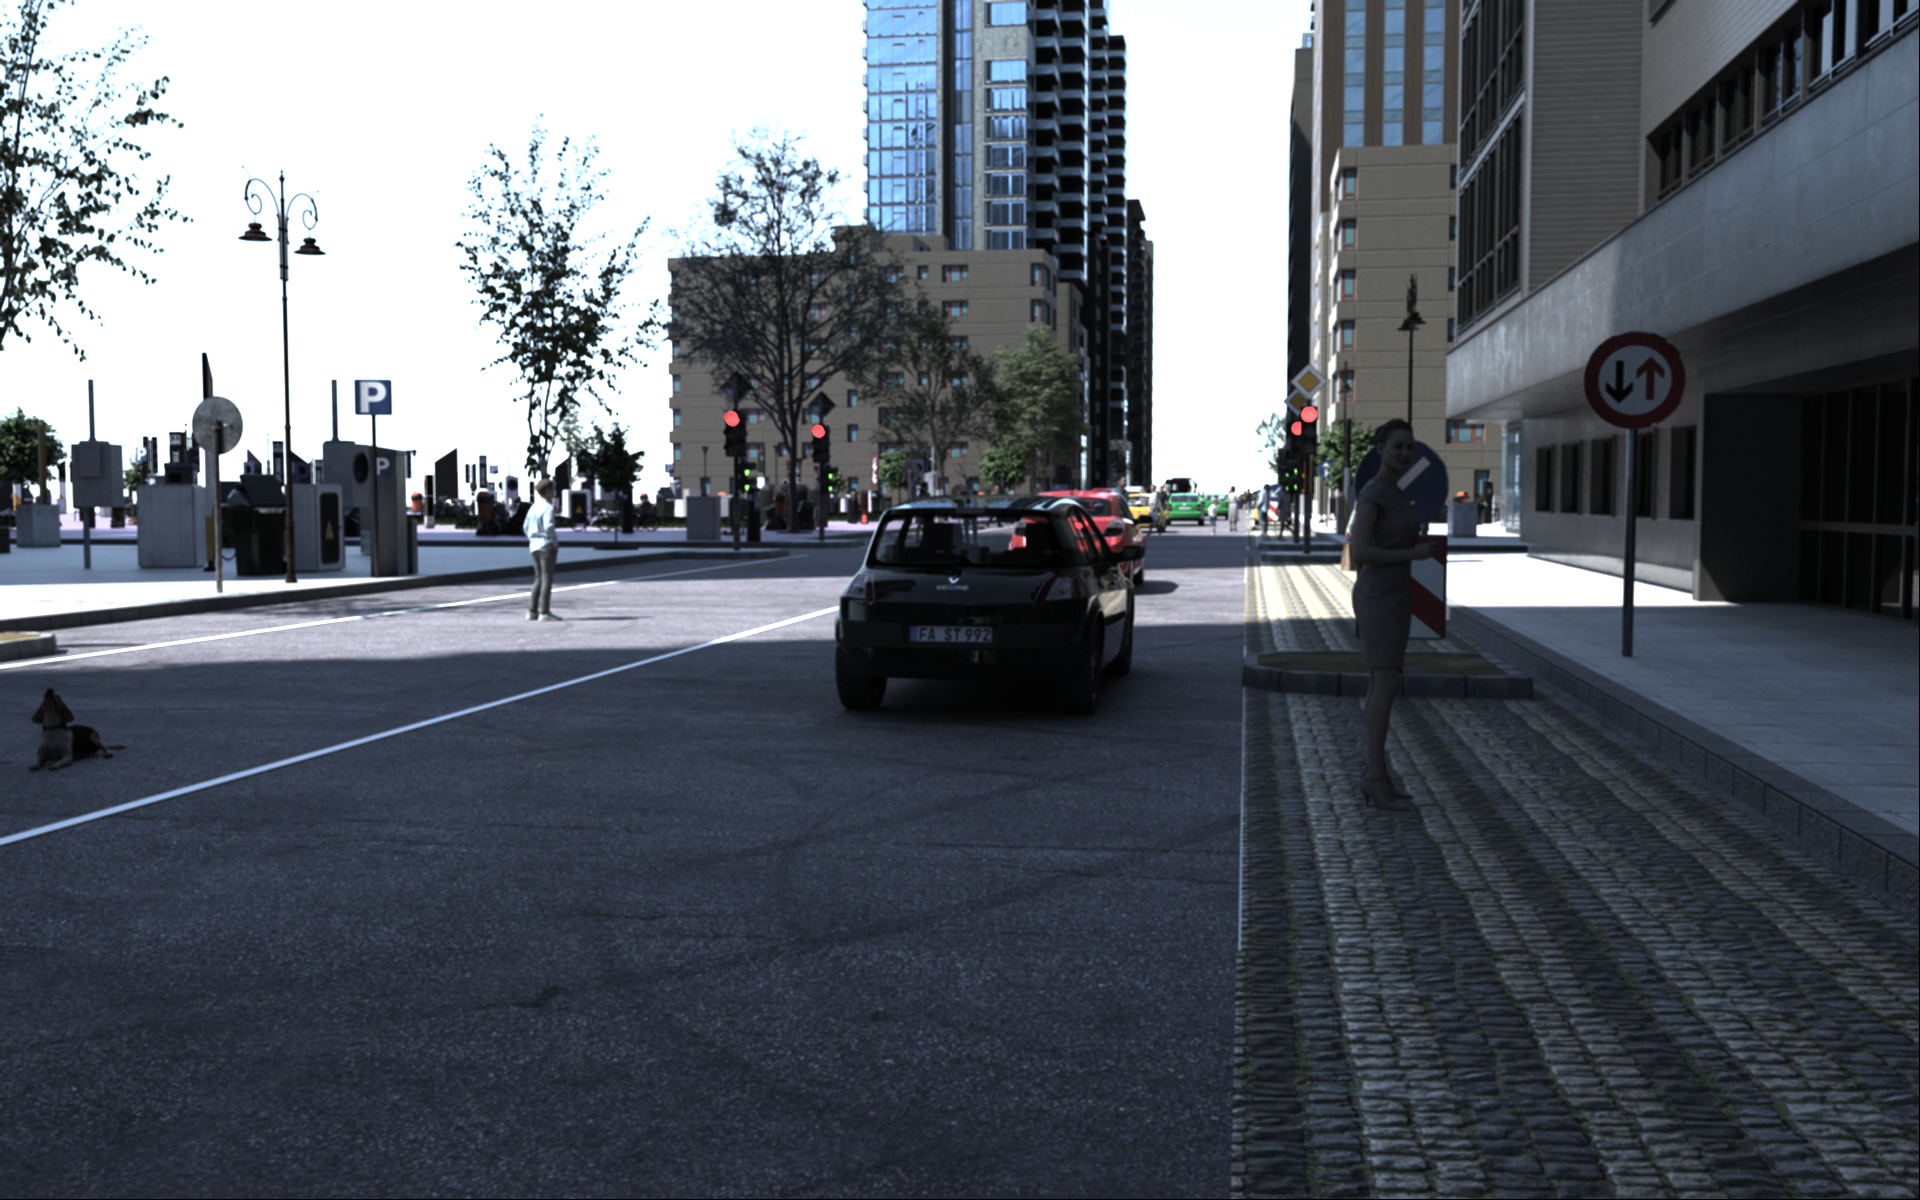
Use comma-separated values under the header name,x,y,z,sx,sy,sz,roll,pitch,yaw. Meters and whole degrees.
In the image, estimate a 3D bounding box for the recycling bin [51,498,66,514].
name,x,y,z,sx,sy,sz,roll,pitch,yaw
recycling bin,-57.357,-5.963,110.048,0.722,1.027,0.722,1,4,18

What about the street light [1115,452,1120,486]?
name,x,y,z,sx,sy,sz,roll,pitch,yaw
street light,16.697,-12.879,183.351,0.468,5.910,1.993,1,4,9

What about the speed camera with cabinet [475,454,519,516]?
name,x,y,z,sx,sy,sz,roll,pitch,yaw
speed camera with cabinet,-22.793,-5.562,85.273,2.038,3.252,0.660,-2,4,-35

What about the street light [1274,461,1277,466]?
name,x,y,z,sx,sy,sz,roll,pitch,yaw
street light,35.542,-13.528,193.973,0.468,5.910,1.993,1,4,9

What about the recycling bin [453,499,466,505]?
name,x,y,z,sx,sy,sz,roll,pitch,yaw
recycling bin,-26.961,-4.922,93.026,0.722,1.027,0.722,-2,4,-29

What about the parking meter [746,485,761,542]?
name,x,y,z,sx,sy,sz,roll,pitch,yaw
parking meter,-5.565,-2.340,46.665,0.372,1.533,0.369,0,3,0

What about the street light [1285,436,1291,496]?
name,x,y,z,sx,sy,sz,roll,pitch,yaw
street light,25.795,-9.932,135.170,0.468,5.910,1.993,1,4,9

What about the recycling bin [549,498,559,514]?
name,x,y,z,sx,sy,sz,roll,pitch,yaw
recycling bin,-25.862,-5.942,109.704,0.722,1.027,0.722,1,4,14

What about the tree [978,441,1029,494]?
name,x,y,z,sx,sy,sz,roll,pitch,yaw
tree,2.673,-7.422,105.058,4.285,4.588,4.351,0,3,0

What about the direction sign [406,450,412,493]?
name,x,y,z,sx,sy,sz,roll,pitch,yaw
direction sign,-28.446,-5.925,88.876,0.379,3.537,0.876,2,4,26

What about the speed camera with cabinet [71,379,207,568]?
name,x,y,z,sx,sy,sz,roll,pitch,yaw
speed camera with cabinet,-14.261,-2.186,30.085,2.038,3.252,0.660,0,4,-5

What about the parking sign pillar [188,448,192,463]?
name,x,y,z,sx,sy,sz,roll,pitch,yaw
parking sign pillar,-42.480,-6.503,94.792,1.447,3.967,1.447,-3,5,-40

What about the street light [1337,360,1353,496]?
name,x,y,z,sx,sy,sz,roll,pitch,yaw
street light,13.275,-5.322,59.795,0.468,5.910,1.993,1,4,9

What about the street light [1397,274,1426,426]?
name,x,y,z,sx,sy,sz,roll,pitch,yaw
street light,9.508,-3.903,36.597,0.468,5.910,1.993,1,4,9

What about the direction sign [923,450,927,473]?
name,x,y,z,sx,sy,sz,roll,pitch,yaw
direction sign,-1.821,-6.005,90.185,0.379,3.537,0.876,0,4,7

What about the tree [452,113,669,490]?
name,x,y,z,sx,sy,sz,roll,pitch,yaw
tree,-8.162,-5.154,34.627,4.737,8.622,4.395,0,3,0

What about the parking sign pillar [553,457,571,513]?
name,x,y,z,sx,sy,sz,roll,pitch,yaw
parking sign pillar,-27.424,-8.013,119.483,1.447,3.967,1.447,-3,5,-45

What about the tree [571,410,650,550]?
name,x,y,z,sx,sy,sz,roll,pitch,yaw
tree,-7.889,-2.776,39.982,1.663,3.219,1.824,0,3,0

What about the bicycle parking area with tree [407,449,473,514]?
name,x,y,z,sx,sy,sz,roll,pitch,yaw
bicycle parking area with tree,-36.406,-7.730,113.387,9.016,4.147,8.231,-1,4,-23

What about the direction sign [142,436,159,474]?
name,x,y,z,sx,sy,sz,roll,pitch,yaw
direction sign,-31.659,-4.636,67.798,0.379,3.537,0.876,1,4,11

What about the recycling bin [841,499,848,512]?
name,x,y,z,sx,sy,sz,roll,pitch,yaw
recycling bin,-6.271,-5.092,95.808,0.722,1.027,0.722,-2,4,-33

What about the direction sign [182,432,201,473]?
name,x,y,z,sx,sy,sz,roll,pitch,yaw
direction sign,-28.268,-4.380,63.609,0.379,3.537,0.876,2,4,28

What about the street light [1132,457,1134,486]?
name,x,y,z,sx,sy,sz,roll,pitch,yaw
street light,20.467,-14.224,205.352,0.468,5.910,1.993,1,4,9

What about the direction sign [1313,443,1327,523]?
name,x,y,z,sx,sy,sz,roll,pitch,yaw
direction sign,16.096,-5.200,77.023,0.876,3.537,0.379,-1,4,-13

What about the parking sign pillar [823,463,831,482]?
name,x,y,z,sx,sy,sz,roll,pitch,yaw
parking sign pillar,-8.625,-7.516,111.365,1.447,3.967,1.447,1,4,9

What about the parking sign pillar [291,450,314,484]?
name,x,y,z,sx,sy,sz,roll,pitch,yaw
parking sign pillar,-39.806,-7.104,104.618,1.447,3.967,1.447,3,4,38

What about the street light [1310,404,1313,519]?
name,x,y,z,sx,sy,sz,roll,pitch,yaw
street light,18.138,-7.130,89.364,0.468,5.910,1.993,1,4,9

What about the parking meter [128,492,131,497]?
name,x,y,z,sx,sy,sz,roll,pitch,yaw
parking meter,-59.026,-7.190,123.269,0.255,1.863,0.399,-1,4,-17

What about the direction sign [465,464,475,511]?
name,x,y,z,sx,sy,sz,roll,pitch,yaw
direction sign,-36.302,-8.354,128.587,0.876,3.537,0.379,-3,4,-37

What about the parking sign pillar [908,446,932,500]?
name,x,y,z,sx,sy,sz,roll,pitch,yaw
parking sign pillar,-2.214,-6.582,96.093,1.447,3.967,1.447,1,4,15

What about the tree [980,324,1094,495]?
name,x,y,z,sx,sy,sz,roll,pitch,yaw
tree,5.045,-12.077,115.593,7.486,12.596,7.792,0,3,0

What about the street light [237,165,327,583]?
name,x,y,z,sx,sy,sz,roll,pitch,yaw
street light,-9.649,-3.182,24.816,0.468,5.910,1.993,1,4,9

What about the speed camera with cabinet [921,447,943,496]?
name,x,y,z,sx,sy,sz,roll,pitch,yaw
speed camera with cabinet,-1.177,-4.810,72.975,0.660,3.252,2.038,1,4,11

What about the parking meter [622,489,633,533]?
name,x,y,z,sx,sy,sz,roll,pitch,yaw
parking meter,-10.921,-2.964,56.869,0.372,1.533,0.369,0,3,0

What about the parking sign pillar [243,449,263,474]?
name,x,y,z,sx,sy,sz,roll,pitch,yaw
parking sign pillar,-41.844,-6.975,102.506,1.447,3.967,1.447,2,4,33

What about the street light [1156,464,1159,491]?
name,x,y,z,sx,sy,sz,roll,pitch,yaw
street light,30.012,-17.769,263.305,0.468,5.910,1.993,1,4,9

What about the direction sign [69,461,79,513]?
name,x,y,z,sx,sy,sz,roll,pitch,yaw
direction sign,-61.362,-7.844,120.248,0.379,3.537,0.876,2,4,33

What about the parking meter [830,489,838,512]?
name,x,y,z,sx,sy,sz,roll,pitch,yaw
parking meter,-6.231,-4.730,85.750,0.372,1.533,0.369,0,3,0

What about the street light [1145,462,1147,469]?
name,x,y,z,sx,sy,sz,roll,pitch,yaw
street light,25.158,-15.997,234.342,0.468,5.910,1.993,1,4,9

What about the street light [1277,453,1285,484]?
name,x,y,z,sx,sy,sz,roll,pitch,yaw
street light,30.584,-11.704,164.143,0.468,5.910,1.993,1,4,9

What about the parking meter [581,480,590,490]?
name,x,y,z,sx,sy,sz,roll,pitch,yaw
parking meter,-15.591,-4.059,72.073,0.399,1.863,0.255,-1,4,-14

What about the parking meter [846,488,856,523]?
name,x,y,z,sx,sy,sz,roll,pitch,yaw
parking meter,-4.788,-4.163,76.471,0.372,1.533,0.369,0,3,0

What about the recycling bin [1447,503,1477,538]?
name,x,y,z,sx,sy,sz,roll,pitch,yaw
recycling bin,14.919,-2.380,51.467,0.722,1.027,0.722,0,4,2

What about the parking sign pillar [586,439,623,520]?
name,x,y,z,sx,sy,sz,roll,pitch,yaw
parking sign pillar,-16.247,-5.627,80.465,1.447,3.967,1.447,2,4,30

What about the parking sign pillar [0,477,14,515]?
name,x,y,z,sx,sy,sz,roll,pitch,yaw
parking sign pillar,-45.962,-5.778,82.950,1.447,3.967,1.447,0,4,6

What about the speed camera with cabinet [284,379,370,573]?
name,x,y,z,sx,sy,sz,roll,pitch,yaw
speed camera with cabinet,-10.645,-2.131,29.175,0.660,3.252,2.038,0,4,6

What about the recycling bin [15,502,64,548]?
name,x,y,z,sx,sy,sz,roll,pitch,yaw
recycling bin,-22.331,-1.798,41.955,0.722,1.027,0.722,2,4,32

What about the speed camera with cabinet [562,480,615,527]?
name,x,y,z,sx,sy,sz,roll,pitch,yaw
speed camera with cabinet,-14.647,-4.532,68.435,2.038,3.252,0.660,-2,4,-35

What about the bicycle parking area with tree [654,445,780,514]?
name,x,y,z,sx,sy,sz,roll,pitch,yaw
bicycle parking area with tree,-13.188,-7.103,103.130,8.231,4.147,9.016,3,5,42

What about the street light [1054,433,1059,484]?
name,x,y,z,sx,sy,sz,roll,pitch,yaw
street light,6.818,-9.249,124.009,0.468,5.910,1.993,1,4,9

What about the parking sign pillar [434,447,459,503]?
name,x,y,z,sx,sy,sz,roll,pitch,yaw
parking sign pillar,-29.189,-6.727,98.460,1.447,3.967,1.447,-1,4,-13

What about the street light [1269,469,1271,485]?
name,x,y,z,sx,sy,sz,roll,pitch,yaw
street light,39.461,-14.975,217.632,0.468,5.910,1.993,1,4,9

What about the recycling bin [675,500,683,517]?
name,x,y,z,sx,sy,sz,roll,pitch,yaw
recycling bin,-12.744,-4.148,80.370,0.722,1.027,0.722,-3,5,-41

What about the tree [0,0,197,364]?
name,x,y,z,sx,sy,sz,roll,pitch,yaw
tree,-11.052,-4.234,19.591,4.360,8.622,3.978,0,3,0

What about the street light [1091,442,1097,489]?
name,x,y,z,sx,sy,sz,roll,pitch,yaw
street light,11.857,-11.087,154.055,0.468,5.910,1.993,1,4,9

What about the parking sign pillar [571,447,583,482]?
name,x,y,z,sx,sy,sz,roll,pitch,yaw
parking sign pillar,-21.211,-6.811,99.830,1.447,3.967,1.447,3,5,41
